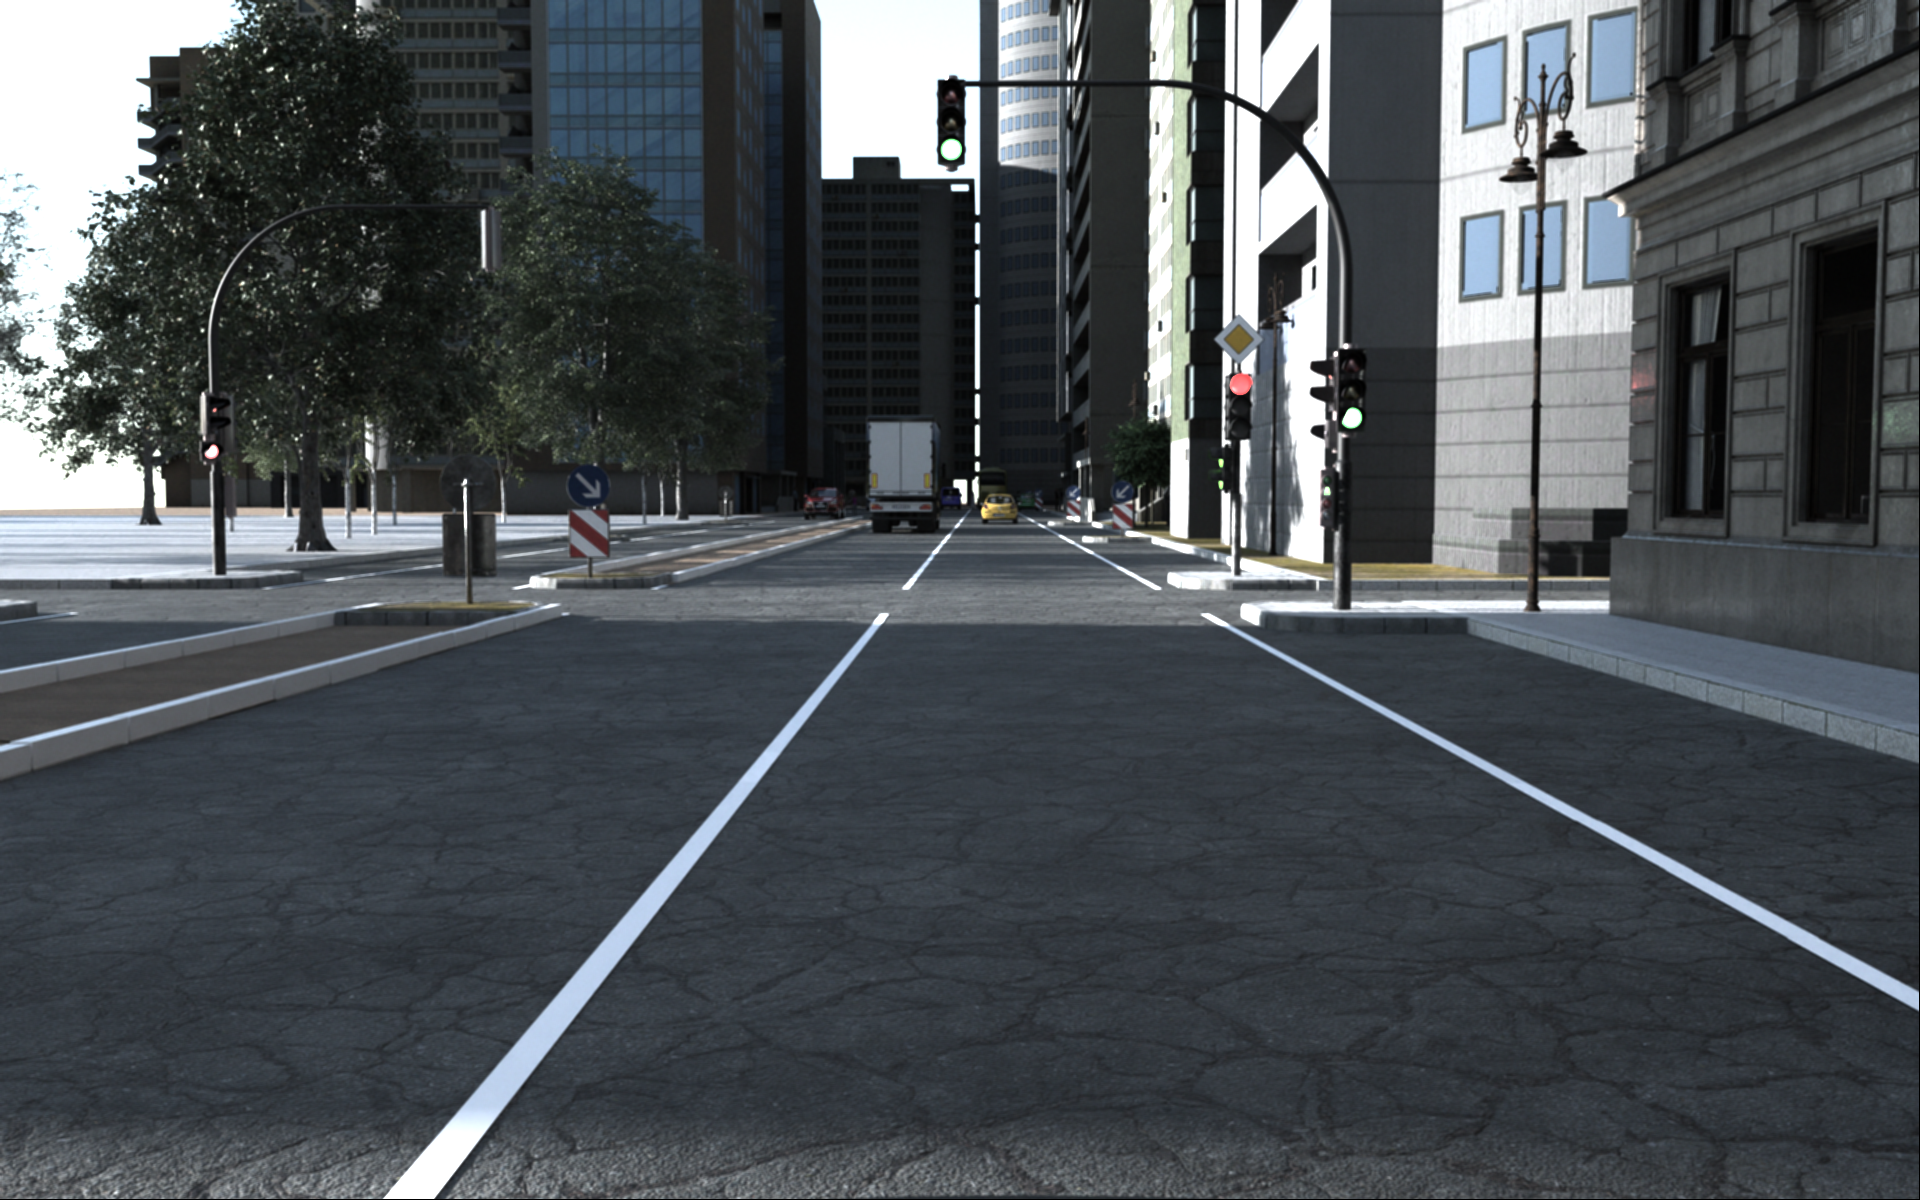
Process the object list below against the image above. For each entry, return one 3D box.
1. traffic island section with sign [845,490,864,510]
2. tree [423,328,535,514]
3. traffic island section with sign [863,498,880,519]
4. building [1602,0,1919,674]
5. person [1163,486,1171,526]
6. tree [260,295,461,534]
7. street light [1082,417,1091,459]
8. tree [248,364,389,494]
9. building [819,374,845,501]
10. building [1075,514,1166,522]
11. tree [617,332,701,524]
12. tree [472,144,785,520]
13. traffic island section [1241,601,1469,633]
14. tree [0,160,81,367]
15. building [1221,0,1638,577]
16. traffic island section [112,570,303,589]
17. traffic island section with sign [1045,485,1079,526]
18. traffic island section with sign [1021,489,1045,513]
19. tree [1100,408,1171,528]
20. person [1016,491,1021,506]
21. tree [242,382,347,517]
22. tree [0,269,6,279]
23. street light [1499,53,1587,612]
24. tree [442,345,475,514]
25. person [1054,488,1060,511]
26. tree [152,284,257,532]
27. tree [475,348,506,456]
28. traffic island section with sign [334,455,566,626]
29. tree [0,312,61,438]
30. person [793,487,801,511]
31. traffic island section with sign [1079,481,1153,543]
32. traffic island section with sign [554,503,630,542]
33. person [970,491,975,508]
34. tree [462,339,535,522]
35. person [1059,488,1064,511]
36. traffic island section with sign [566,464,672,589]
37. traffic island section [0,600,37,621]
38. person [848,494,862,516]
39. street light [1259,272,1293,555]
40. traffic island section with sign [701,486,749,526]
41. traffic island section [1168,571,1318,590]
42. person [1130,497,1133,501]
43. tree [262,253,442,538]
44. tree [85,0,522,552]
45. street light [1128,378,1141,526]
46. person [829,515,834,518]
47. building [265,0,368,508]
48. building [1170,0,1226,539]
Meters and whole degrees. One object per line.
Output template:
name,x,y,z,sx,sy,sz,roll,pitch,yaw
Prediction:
traffic island section with sign,-9.724,-9.046,156.524,1.989,1.847,2.006,0,4,1
tree,-26.826,-9.875,95.867,7.601,10.594,8.767,-1,4,-14
traffic island section with sign,-4.657,-5.753,102.198,2.006,1.907,1.989,0,4,1
building,11.511,-8.816,8.776,10.561,19.102,19.286,0,4,1
person,8.470,-3.902,69.195,0.648,1.900,0.474,-3,5,-39
tree,-18.848,-6.386,54.772,4.737,8.622,4.395,0,3,0
street light,7.417,-7.898,101.919,0.468,5.910,1.993,0,4,1
tree,-32.033,-9.175,84.416,8.767,10.594,7.601,-1,4,-11
building,-27.566,-52.201,166.163,31.000,86.520,22.319,0,4,1
building,22.291,-24.094,85.823,32.217,40.220,23.993,0,4,1
tree,-13.326,-7.532,73.504,4.360,8.622,3.978,0,3,0
tree,-13.168,-9.594,63.519,9.857,13.997,8.962,0,3,0
traffic island section,4.262,0.183,19.287,2.009,0.180,2.903,0,4,1
tree,-29.592,-8.401,47.726,12.009,13.543,11.850,0,3,0
building,20.776,-30.125,34.547,28.212,58.520,21.231,0,4,1
traffic island section,-11.772,-0.319,27.491,2.009,0.180,2.903,0,4,1
traffic island section with sign,5.074,-4.346,79.691,1.989,1.847,2.006,0,4,1
traffic island section with sign,5.739,-7.383,129.335,1.989,1.847,2.006,0,4,1
tree,7.032,-5.030,65.946,4.285,4.588,4.351,0,3,0
person,5.941,-10.015,173.028,0.721,1.735,1.217,-2,4,-33
tree,-37.401,-10.914,96.574,7.486,12.596,7.792,0,3,0
tree,-18.543,-4.863,29.876,4.737,8.622,4.395,0,3,0
street light,6.267,-2.813,18.783,0.468,5.910,1.993,0,4,1
tree,-22.975,-7.366,70.802,4.360,8.622,3.978,0,3,0
person,7.636,-7.867,135.188,0.721,1.766,1.217,0,4,-6
tree,-24.982,-6.618,58.572,4.737,8.622,4.395,0,3,0
tree,-24.160,-8.136,83.386,4.360,8.622,3.978,0,3,0
traffic island section with sign,-5.759,-0.705,19.659,2.006,1.907,1.989,0,4,1
tree,-35.619,-7.720,60.628,7.601,10.594,8.767,2,4,24
person,-12.251,-7.549,129.452,0.705,1.826,1.348,1,4,16
traffic island section with sign,4.705,-2.647,51.908,1.989,1.847,2.006,0,4,1
traffic island section with sign,-11.109,-2.684,52.513,1.989,1.847,2.006,0,4,1
person,1.250,-10.059,173.632,0.621,1.740,0.551,0,4,4
tree,-20.751,-7.818,78.187,4.737,8.622,4.395,0,3,0
person,7.746,-7.590,130.959,0.721,1.723,1.217,0,4,8
traffic island section with sign,-5.650,-1.158,27.066,2.006,1.907,1.989,0,4,1
traffic island section,-11.878,0.170,19.507,2.009,0.180,2.903,0,4,1
person,-6.934,-6.277,114.360,0.991,1.433,0.599,-1,4,-23
street light,6.588,-3.883,36.279,0.468,5.910,1.993,0,4,1
traffic island section with sign,-10.759,-4.338,79.549,1.989,1.847,2.006,0,4,1
traffic island section,4.368,-0.305,27.272,2.009,0.180,2.903,0,4,1
person,10.146,-5.759,103.465,1.065,1.426,0.557,-1,4,-17
tree,-17.985,-6.095,50.020,4.360,8.622,3.978,0,3,0
tree,-14.529,-7.442,38.688,9.611,12.733,9.660,0,3,0
street light,6.940,-5.883,68.968,0.468,5.910,1.993,0,4,1
person,-7.747,-5.839,104.679,0.721,1.736,1.217,3,4,38
building,-53.384,-44.641,168.132,20.611,71.187,20.563,0,4,1
building,13.673,-17.366,55.635,14.160,30.474,14.107,0,4,1
